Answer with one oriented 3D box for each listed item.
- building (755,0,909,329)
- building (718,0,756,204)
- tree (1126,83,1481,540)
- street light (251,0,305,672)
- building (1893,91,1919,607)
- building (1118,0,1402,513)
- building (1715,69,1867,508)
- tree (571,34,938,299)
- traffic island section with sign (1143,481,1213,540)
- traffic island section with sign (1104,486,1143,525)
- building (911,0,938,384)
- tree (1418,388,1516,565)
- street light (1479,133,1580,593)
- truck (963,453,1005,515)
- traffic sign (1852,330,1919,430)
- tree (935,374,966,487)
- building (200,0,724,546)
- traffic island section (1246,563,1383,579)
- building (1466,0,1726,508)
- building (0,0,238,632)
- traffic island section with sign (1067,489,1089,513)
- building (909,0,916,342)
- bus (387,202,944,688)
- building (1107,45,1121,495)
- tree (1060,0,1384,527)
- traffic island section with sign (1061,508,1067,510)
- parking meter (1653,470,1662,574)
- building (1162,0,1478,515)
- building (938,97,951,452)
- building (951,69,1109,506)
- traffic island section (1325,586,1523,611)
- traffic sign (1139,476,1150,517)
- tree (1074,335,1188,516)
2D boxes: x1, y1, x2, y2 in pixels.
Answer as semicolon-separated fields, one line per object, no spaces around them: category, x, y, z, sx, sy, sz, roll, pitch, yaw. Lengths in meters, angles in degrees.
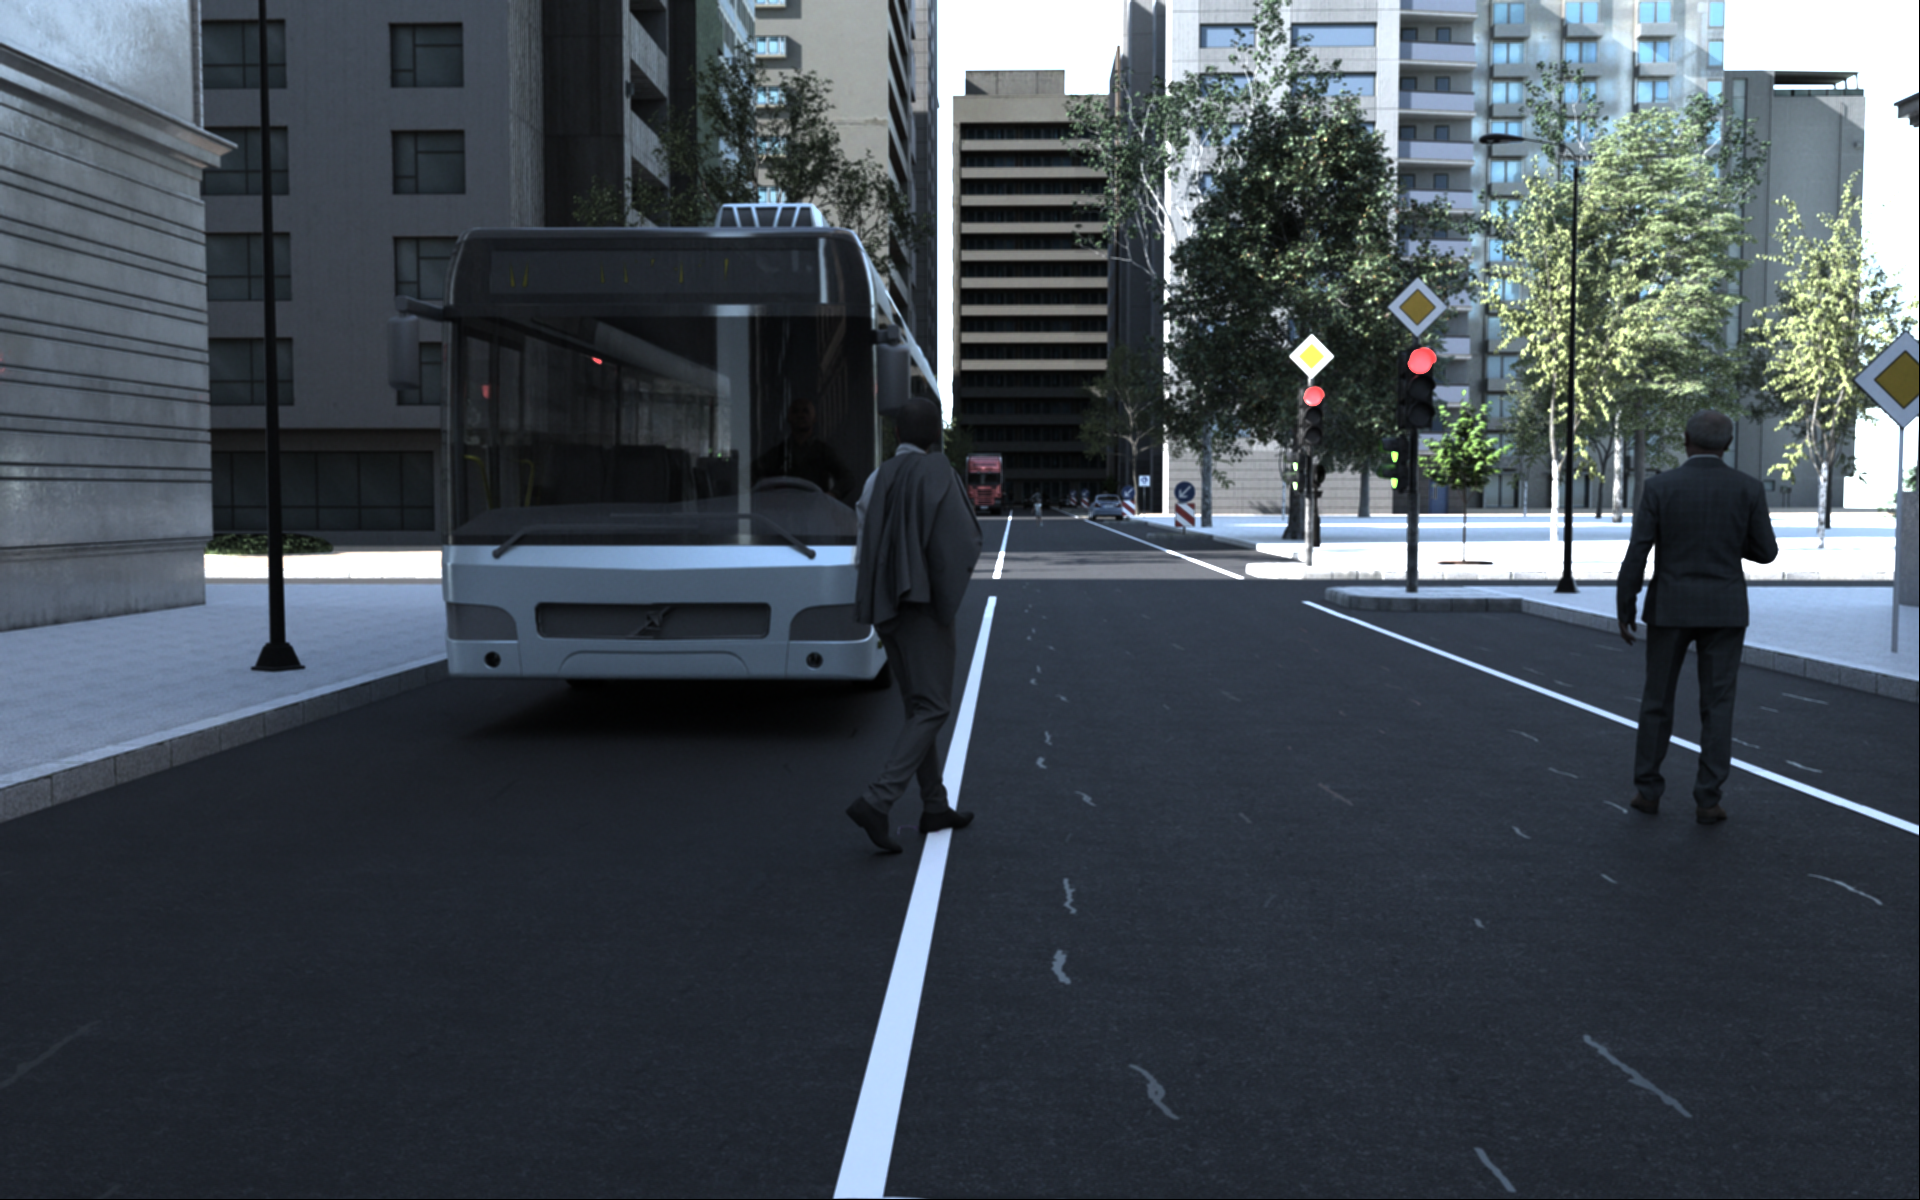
building;-14.714;-30.139;116.468;21.300;48.544;21.600;0;4;2
building;-21.963;-23.432;74.992;32.217;40.220;23.993;0;4;2
tree;9.555;-8.048;48.601;9.611;12.733;9.660;0;3;0
street light;-4.454;-2.443;12.483;1.470;5.913;1.316;0;4;2
building;16.748;-13.490;7.946;14.401;28.519;23.554;0;4;2
building;24.254;-37.109;148.726;21.231;58.520;28.212;0;4;2
building;78.312;-29.774;170.407;14.086;41.232;14.154;0;4;2
tree;-4.817;-6.218;36.071;8.767;10.594;7.601;0;4;-6
traffic island section with sign;6.981;-2.848;55.189;1.989;1.847;2.006;0;4;2
traffic island section with sign;7.829;-4.496;82.131;1.989;1.847;2.006;0;4;2
building;-12.771;-44.702;169.122;20.611;71.187;20.563;0;4;2
tree;9.250;-2.274;31.775;1.663;3.219;1.824;0;3;0
street light;7.382;-3.052;22.449;1.470;5.913;1.316;0;4;2
truck;1.675;-8.129;121.819;2.839;4.237;11.283;0;4;0
traffic sign;7.595;-0.869;13.942;0.795;2.593;0.064;0;4;6
tree;-2.209;-9.575;106.917;4.737;8.622;4.395;0;3;0
building;-14.697;-16.902;48.045;14.160;30.474;14.107;0;4;2
traffic island section;6.181;-0.509;30.604;2.009;0.180;2.903;0;4;2
building;55.897;-33.418;165.997;30.456;49.044;23.786;0;4;2
building;-18.653;-10.926;14.800;21.152;22.565;11.583;0;4;2
traffic island section with sign;9.450;-7.586;132.664;1.989;1.847;2.006;0;4;2
building;-17.610;-33.786;141.646;28.713;52.752;27.495;0;4;2
bus;-1.637;-1.270;15.619;2.948;3.499;13.247;0;4;1
building;21.808;-31.821;170.384;14.600;45.320;14.200;0;4;2
tree;9.726;-12.812;65.368;12.611;20.169;13.585;0;3;0
traffic island section with sign;10.315;-9.234;159.606;1.989;1.847;2.006;0;4;2
parking meter;7.577;-0.611;18.406;0.372;1.533;0.369;0;3;0
building;23.966;-35.386;120.562;21.231;58.520;28.212;0;4;2
building;-14.479;-37.677;205.252;27.495;52.752;28.713;0;4;2
building;9.961;-35.346;201.615;21.600;48.544;21.300;0;4;2
traffic island section;5.925;-0.021;22.623;2.009;0.180;2.903;0;4;2
traffic sign;10.172;-5.718;95.614;0.606;2.300;0.079;0;4;4
tree;10.188;-10.269;102.308;7.601;10.594;8.767;1;4;14
